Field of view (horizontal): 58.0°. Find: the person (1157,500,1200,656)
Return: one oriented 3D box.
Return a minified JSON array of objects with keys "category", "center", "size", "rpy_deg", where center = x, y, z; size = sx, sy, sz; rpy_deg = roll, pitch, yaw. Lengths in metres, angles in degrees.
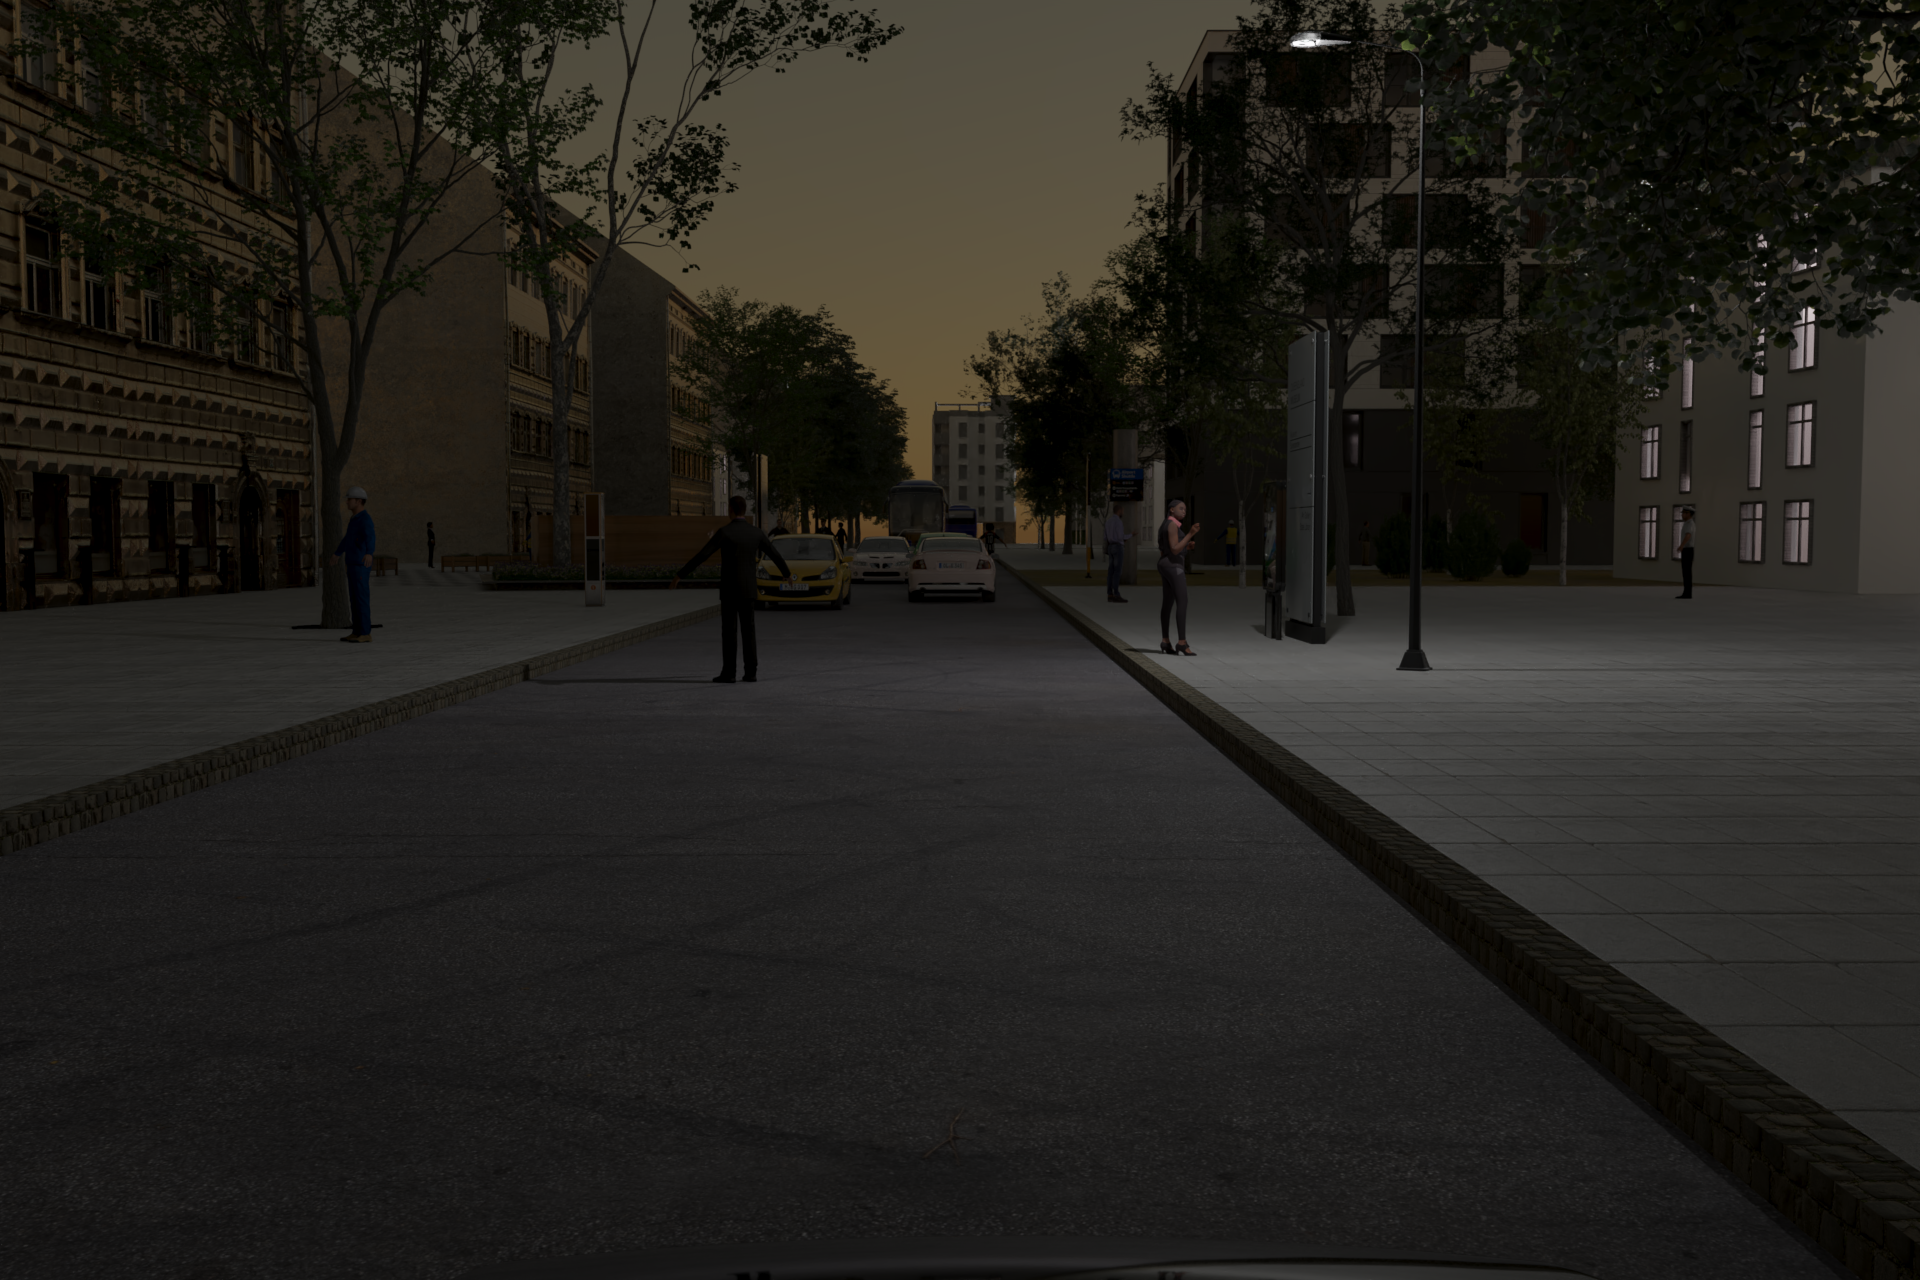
[{"category":"person","center":[2.343,-0.665,18.389],"size":[0.593,1.643,0.415],"rpy_deg":[3,5,41]}]

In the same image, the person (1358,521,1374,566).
[{"category":"person","center":[16.321,-3.868,69.512],"size":[0.705,1.796,1.348],"rpy_deg":[-1,4,-18]}]

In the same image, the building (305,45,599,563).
[{"category":"building","center":[-29.225,-15.535,84.923],"size":[19.493,23.208,18.063],"rpy_deg":[0,4,0]}]

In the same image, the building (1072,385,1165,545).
[{"category":"building","center":[22.684,-21.220,213.405],"size":[16.747,18.905,31.486],"rpy_deg":[0,4,0]}]

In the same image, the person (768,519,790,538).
[{"category":"person","center":[-6.348,-3.355,60.993],"size":[1.346,1.812,0.704],"rpy_deg":[-1,4,-14]}]

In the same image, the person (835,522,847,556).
[{"category":"person","center":[-5.266,-4.277,76.121],"size":[0.705,1.806,1.347],"rpy_deg":[2,4,26]}]

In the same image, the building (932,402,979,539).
[{"category":"building","center":[-3.547,-23.253,239.059],"size":[11.380,20.090,16.016],"rpy_deg":[0,4,-1]}]

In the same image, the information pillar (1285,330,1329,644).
[{"category":"information pillar","center":[4.173,-1.807,20.868],"size":[0.184,3.620,1.656],"rpy_deg":[0,4,0]}]

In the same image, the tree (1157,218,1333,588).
[{"category":"tree","center":[6.634,-5.506,40.381],"size":[4.737,8.622,4.395],"rpy_deg":[0,3,0]}]

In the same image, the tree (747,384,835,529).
[{"category":"tree","center":[-8.530,-8.226,84.858],"size":[4.737,8.622,4.395],"rpy_deg":[0,3,0]}]

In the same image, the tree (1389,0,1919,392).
[{"category":"tree","center":[6.284,-6.280,9.332],"size":[9.857,13.997,8.962],"rpy_deg":[0,3,0]}]

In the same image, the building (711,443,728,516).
[{"category":"building","center":[-26.655,-13.724,166.536],"size":[9.099,9.664,28.070],"rpy_deg":[0,4,1]}]

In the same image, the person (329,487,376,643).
[{"category":"person","center":[-7.169,-0.898,20.558],"size":[0.705,1.842,1.347],"rpy_deg":[-3,4,-37]}]

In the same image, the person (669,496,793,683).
[{"category":"person","center":[-2.161,-0.493,16.750],"size":[1.346,1.802,0.704],"rpy_deg":[-3,4,-37]}]

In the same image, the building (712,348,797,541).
[{"category":"building","center":[-28.324,-22.042,191.320],"size":[19.493,23.208,18.063],"rpy_deg":[0,4,0]}]

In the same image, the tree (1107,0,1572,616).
[{"category":"tree","center":[5.733,-5.661,26.972],"size":[7.601,10.594,8.767],"rpy_deg":[1,4,12]}]

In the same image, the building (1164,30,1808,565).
[{"category":"building","center":[23.965,-14.856,86.869],"size":[27.936,21.610,32.646],"rpy_deg":[0,3,0]}]

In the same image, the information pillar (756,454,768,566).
[{"category":"information pillar","center":[-5.905,-3.694,51.711],"size":[0.184,3.620,1.656],"rpy_deg":[0,4,-1]}]

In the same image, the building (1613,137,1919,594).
[{"category":"building","center":[23.729,-5.798,36.952],"size":[9.099,9.664,28.070],"rpy_deg":[0,4,0]}]

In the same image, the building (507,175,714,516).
[{"category":"building","center":[-27.024,-17.366,114.857],"size":[19.493,23.208,18.063],"rpy_deg":[0,4,0]}]

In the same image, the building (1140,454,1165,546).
[{"category":"building","center":[24.759,-14.638,181.475],"size":[9.099,9.664,28.070],"rpy_deg":[0,4,1]}]

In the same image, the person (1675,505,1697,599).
[{"category":"person","center":[14.398,-1.747,34.360],"size":[0.704,1.855,1.343],"rpy_deg":[2,4,27]}]

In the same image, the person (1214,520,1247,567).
[{"category":"person","center":[10.675,-3.809,68.241],"size":[1.349,1.833,0.705],"rpy_deg":[-1,4,-9]}]

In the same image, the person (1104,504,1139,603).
[{"category":"person","center":[3.044,-1.630,32.565],"size":[0.599,1.838,0.709],"rpy_deg":[-2,4,-24]}]

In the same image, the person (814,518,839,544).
[{"category":"person","center":[-4.762,-3.321,60.230],"size":[1.347,1.837,0.705],"rpy_deg":[2,4,27]}]

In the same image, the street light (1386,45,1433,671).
[{"category":"street light","center":[4.830,-2.668,16.160],"size":[1.470,5.913,1.316],"rpy_deg":[0,4,0]}]

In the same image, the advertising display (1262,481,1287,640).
[{"category":"advertising display","center":[3.861,-0.984,21.302],"size":[0.123,1.923,0.974],"rpy_deg":[0,4,0]}]

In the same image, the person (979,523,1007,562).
[{"category":"person","center":[1.055,-3.270,62.068],"size":[1.345,1.843,0.704],"rpy_deg":[-1,4,-9]}]

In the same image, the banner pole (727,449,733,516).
[{"category":"banner pole","center":[-6.822,-3.762,51.524],"size":[0.401,3.779,0.863],"rpy_deg":[0,4,2]}]

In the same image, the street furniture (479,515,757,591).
[{"category":"street furniture","center":[-9.231,-2.161,42.186],"size":[9.812,1.723,11.010],"rpy_deg":[-1,4,-16]}]

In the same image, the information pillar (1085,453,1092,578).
[{"category":"information pillar","center":[3.731,-3.607,50.328],"size":[0.183,3.616,0.504],"rpy_deg":[0,4,-1]}]

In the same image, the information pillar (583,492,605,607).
[{"category":"information pillar","center":[-6.479,-1.604,30.711],"size":[0.304,2.012,0.304],"rpy_deg":[0,4,0]}]

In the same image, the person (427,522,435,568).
[{"category":"person","center":[-19.844,-3.578,65.219],"size":[0.721,1.740,1.216],"rpy_deg":[-1,4,-15]}]

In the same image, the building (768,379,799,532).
[{"category":"building","center":[-25.435,-21.370,205.827],"size":[16.016,20.090,11.380],"rpy_deg":[0,4,0]}]

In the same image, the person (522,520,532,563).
[{"category":"person","center":[-13.084,-2.835,52.820],"size":[0.721,1.772,1.216],"rpy_deg":[0,4,6]}]

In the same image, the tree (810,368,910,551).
[{"category":"tree","center":[-8.486,-13.772,131.819],"size":[9.857,13.997,8.962],"rpy_deg":[0,3,0]}]

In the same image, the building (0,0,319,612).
[{"category":"building","center":[-24.902,-12.326,32.466],"size":[19.493,23.208,18.063],"rpy_deg":[0,4,0]}]
